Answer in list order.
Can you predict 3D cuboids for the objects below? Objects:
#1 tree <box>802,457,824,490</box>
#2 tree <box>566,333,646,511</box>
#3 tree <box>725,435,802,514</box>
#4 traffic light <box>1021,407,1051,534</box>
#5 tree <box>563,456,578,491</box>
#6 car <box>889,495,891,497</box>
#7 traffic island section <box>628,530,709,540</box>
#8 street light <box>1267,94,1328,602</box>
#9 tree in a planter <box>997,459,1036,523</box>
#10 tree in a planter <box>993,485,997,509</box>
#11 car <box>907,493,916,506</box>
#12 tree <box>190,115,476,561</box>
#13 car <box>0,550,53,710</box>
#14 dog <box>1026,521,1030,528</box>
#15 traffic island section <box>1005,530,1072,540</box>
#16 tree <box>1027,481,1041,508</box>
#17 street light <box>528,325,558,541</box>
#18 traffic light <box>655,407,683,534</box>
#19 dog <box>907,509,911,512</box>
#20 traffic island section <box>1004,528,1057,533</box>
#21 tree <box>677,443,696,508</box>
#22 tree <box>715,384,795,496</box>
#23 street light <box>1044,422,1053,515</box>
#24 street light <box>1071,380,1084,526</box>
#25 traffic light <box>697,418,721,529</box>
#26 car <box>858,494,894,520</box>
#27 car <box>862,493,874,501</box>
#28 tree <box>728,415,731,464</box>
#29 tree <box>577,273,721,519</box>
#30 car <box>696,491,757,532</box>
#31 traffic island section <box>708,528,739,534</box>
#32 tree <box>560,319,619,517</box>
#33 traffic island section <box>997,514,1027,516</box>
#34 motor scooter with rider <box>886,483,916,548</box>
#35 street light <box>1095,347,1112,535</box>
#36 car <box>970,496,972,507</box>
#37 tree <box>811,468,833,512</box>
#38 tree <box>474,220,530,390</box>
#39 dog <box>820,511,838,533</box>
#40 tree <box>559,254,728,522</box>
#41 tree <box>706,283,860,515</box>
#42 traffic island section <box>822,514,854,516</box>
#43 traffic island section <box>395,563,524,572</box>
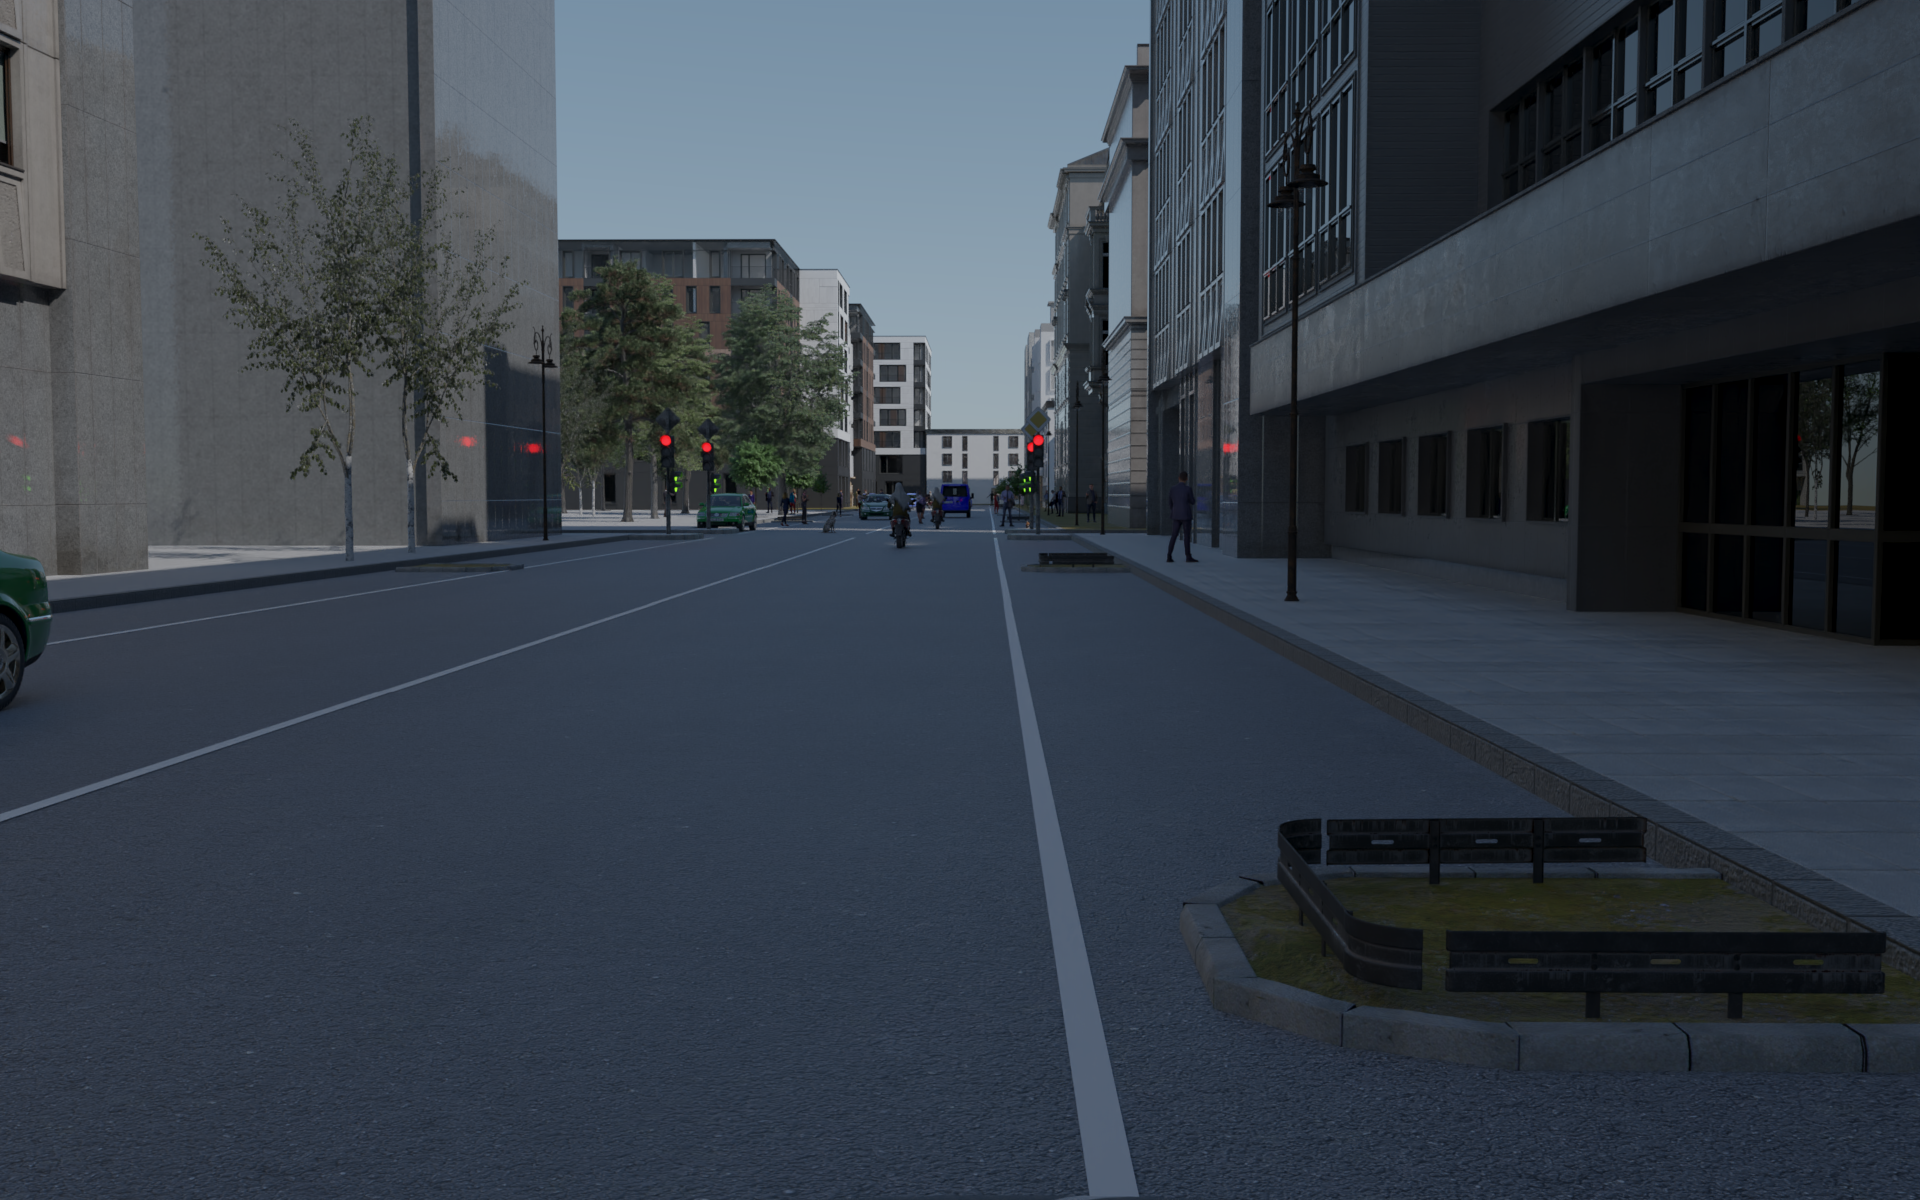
[{"bbox_3d":[-10.684,-8.007,114.620,4.285,4.588,4.351,0,3,0],"label":"tree"},{"bbox_3d":[-27.319,-13.525,131.501,12.009,13.543,11.850,0,3,0],"label":"tree"},{"bbox_3d":[-11.295,-6.846,95.647,4.285,4.588,4.351,0,3,0],"label":"tree"},{"bbox_3d":[2.464,-4.026,55.067,0.839,4.213,0.868,0,4,1],"label":"traffic light"},{"bbox_3d":[-28.734,-10.566,123.120,4.737,8.622,4.395,0,3,0],"label":"tree"},{"bbox_3d":[-5.594,-7.474,134.568,2.083,1.381,4.827,0,4,1],"label":"car"},{"bbox_3d":[-9.336,-2.024,55.371,2.009,0.180,2.903,0,4,1],"label":"traffic island section"},{"bbox_3d":[3.977,-2.923,20.583,0.468,5.910,1.993,0,4,1],"label":"street light"},{"bbox_3d":[3.019,-5.536,87.729,1.991,3.239,1.994,0,4,1],"label":"tree in a planter"},{"bbox_3d":[4.233,-10.254,164.875,1.991,3.239,1.994,0,4,1],"label":"tree in a planter"},{"bbox_3d":[-4.949,-10.358,178.952,1.945,1.707,3.694,0,4,-1],"label":"car"},{"bbox_3d":[-11.958,-5.052,32.969,4.360,8.622,3.978,0,3,0],"label":"tree"},{"bbox_3d":[-7.254,-0.075,10.029,1.959,1.807,4.718,0,4,3],"label":"car"},{"bbox_3d":[2.496,-2.785,65.731,0.550,0.427,0.748,3,4,39],"label":"dog"},{"bbox_3d":[2.504,-2.012,55.179,2.009,0.180,2.903,0,4,1],"label":"traffic island section"},{"bbox_3d":[6.064,-10.011,158.274,1.663,3.219,1.824,0,3,0],"label":"tree"},{"bbox_3d":[-11.432,-4.576,47.613,0.468,5.910,1.993,0,4,1],"label":"street light"},{"bbox_3d":[-9.296,-4.036,55.236,0.839,4.213,0.868,0,4,1],"label":"traffic light"},{"bbox_3d":[-4.125,-7.387,137.615,0.513,0.831,0.800,-1,4,-9],"label":"dog"},{"bbox_3d":[2.631,-2.500,63.163,2.009,0.180,2.903,0,4,1],"label":"traffic island section"},{"bbox_3d":[-19.406,-10.479,121.690,4.360,8.622,3.978,0,3,0],"label":"tree"},{"bbox_3d":[-15.568,-11.936,129.566,7.601,10.594,8.767,0,4,-4],"label":"tree"},{"bbox_3d":[5.321,-8.025,103.992,0.468,5.910,1.993,0,4,1],"label":"street light"},{"bbox_3d":[4.770,-5.980,70.555,0.468,5.910,1.993,0,4,1],"label":"street light"},{"bbox_3d":[-9.169,-4.525,63.221,0.839,4.213,0.868,0,4,1],"label":"traffic light"},{"bbox_3d":[-4.586,-5.202,96.857,2.131,1.459,4.920,0,4,0],"label":"car"},{"bbox_3d":[-7.745,-8.458,147.875,1.945,1.707,3.694,0,4,-1],"label":"car"},{"bbox_3d":[-18.002,-11.722,113.716,6.751,12.117,7.091,0,3,0],"label":"tree"},{"bbox_3d":[-16.258,-10.473,89.363,7.486,12.596,7.792,0,3,0],"label":"tree"},{"bbox_3d":[-9.027,-3.571,67.185,1.959,1.807,4.718,0,4,3],"label":"car"},{"bbox_3d":[-9.209,-2.512,63.355,2.009,0.180,2.903,0,4,1],"label":"traffic island section"},{"bbox_3d":[-16.496,-7.417,71.630,4.360,8.622,3.978,0,3,0],"label":"tree"},{"bbox_3d":[3.450,-5.621,114.765,1.991,0.108,1.994,0,4,1],"label":"traffic island section"},{"bbox_3d":[-1.549,-2.281,46.261,0.876,1.779,1.986,0,4,2],"label":"motor scooter with rider"},{"bbox_3d":[4.500,-4.994,54.434,0.468,5.910,1.993,0,4,1],"label":"street light"},{"bbox_3d":[0.524,-11.356,195.266,1.945,1.707,3.694,0,4,1],"label":"car"},{"bbox_3d":[-10.136,-8.145,127.770,1.663,3.219,1.824,0,3,0],"label":"tree"},{"bbox_3d":[-11.724,-5.332,37.544,4.360,8.622,3.978,0,3,0],"label":"tree"},{"bbox_3d":[-4.931,-2.884,63.991,0.800,0.831,0.513,0,4,4],"label":"dog"},{"bbox_3d":[-15.186,-9.612,79.212,6.751,12.117,7.091,0,3,0],"label":"tree"},{"bbox_3d":[-10.684,-12.083,104.214,9.857,13.997,8.962,0,3,0],"label":"tree"},{"bbox_3d":[-8.077,-5.631,114.938,1.991,0.108,1.994,0,4,1],"label":"traffic island section"},{"bbox_3d":[-9.368,-0.606,32.766,1.991,0.108,1.994,0,4,1],"label":"traffic island section"}]
